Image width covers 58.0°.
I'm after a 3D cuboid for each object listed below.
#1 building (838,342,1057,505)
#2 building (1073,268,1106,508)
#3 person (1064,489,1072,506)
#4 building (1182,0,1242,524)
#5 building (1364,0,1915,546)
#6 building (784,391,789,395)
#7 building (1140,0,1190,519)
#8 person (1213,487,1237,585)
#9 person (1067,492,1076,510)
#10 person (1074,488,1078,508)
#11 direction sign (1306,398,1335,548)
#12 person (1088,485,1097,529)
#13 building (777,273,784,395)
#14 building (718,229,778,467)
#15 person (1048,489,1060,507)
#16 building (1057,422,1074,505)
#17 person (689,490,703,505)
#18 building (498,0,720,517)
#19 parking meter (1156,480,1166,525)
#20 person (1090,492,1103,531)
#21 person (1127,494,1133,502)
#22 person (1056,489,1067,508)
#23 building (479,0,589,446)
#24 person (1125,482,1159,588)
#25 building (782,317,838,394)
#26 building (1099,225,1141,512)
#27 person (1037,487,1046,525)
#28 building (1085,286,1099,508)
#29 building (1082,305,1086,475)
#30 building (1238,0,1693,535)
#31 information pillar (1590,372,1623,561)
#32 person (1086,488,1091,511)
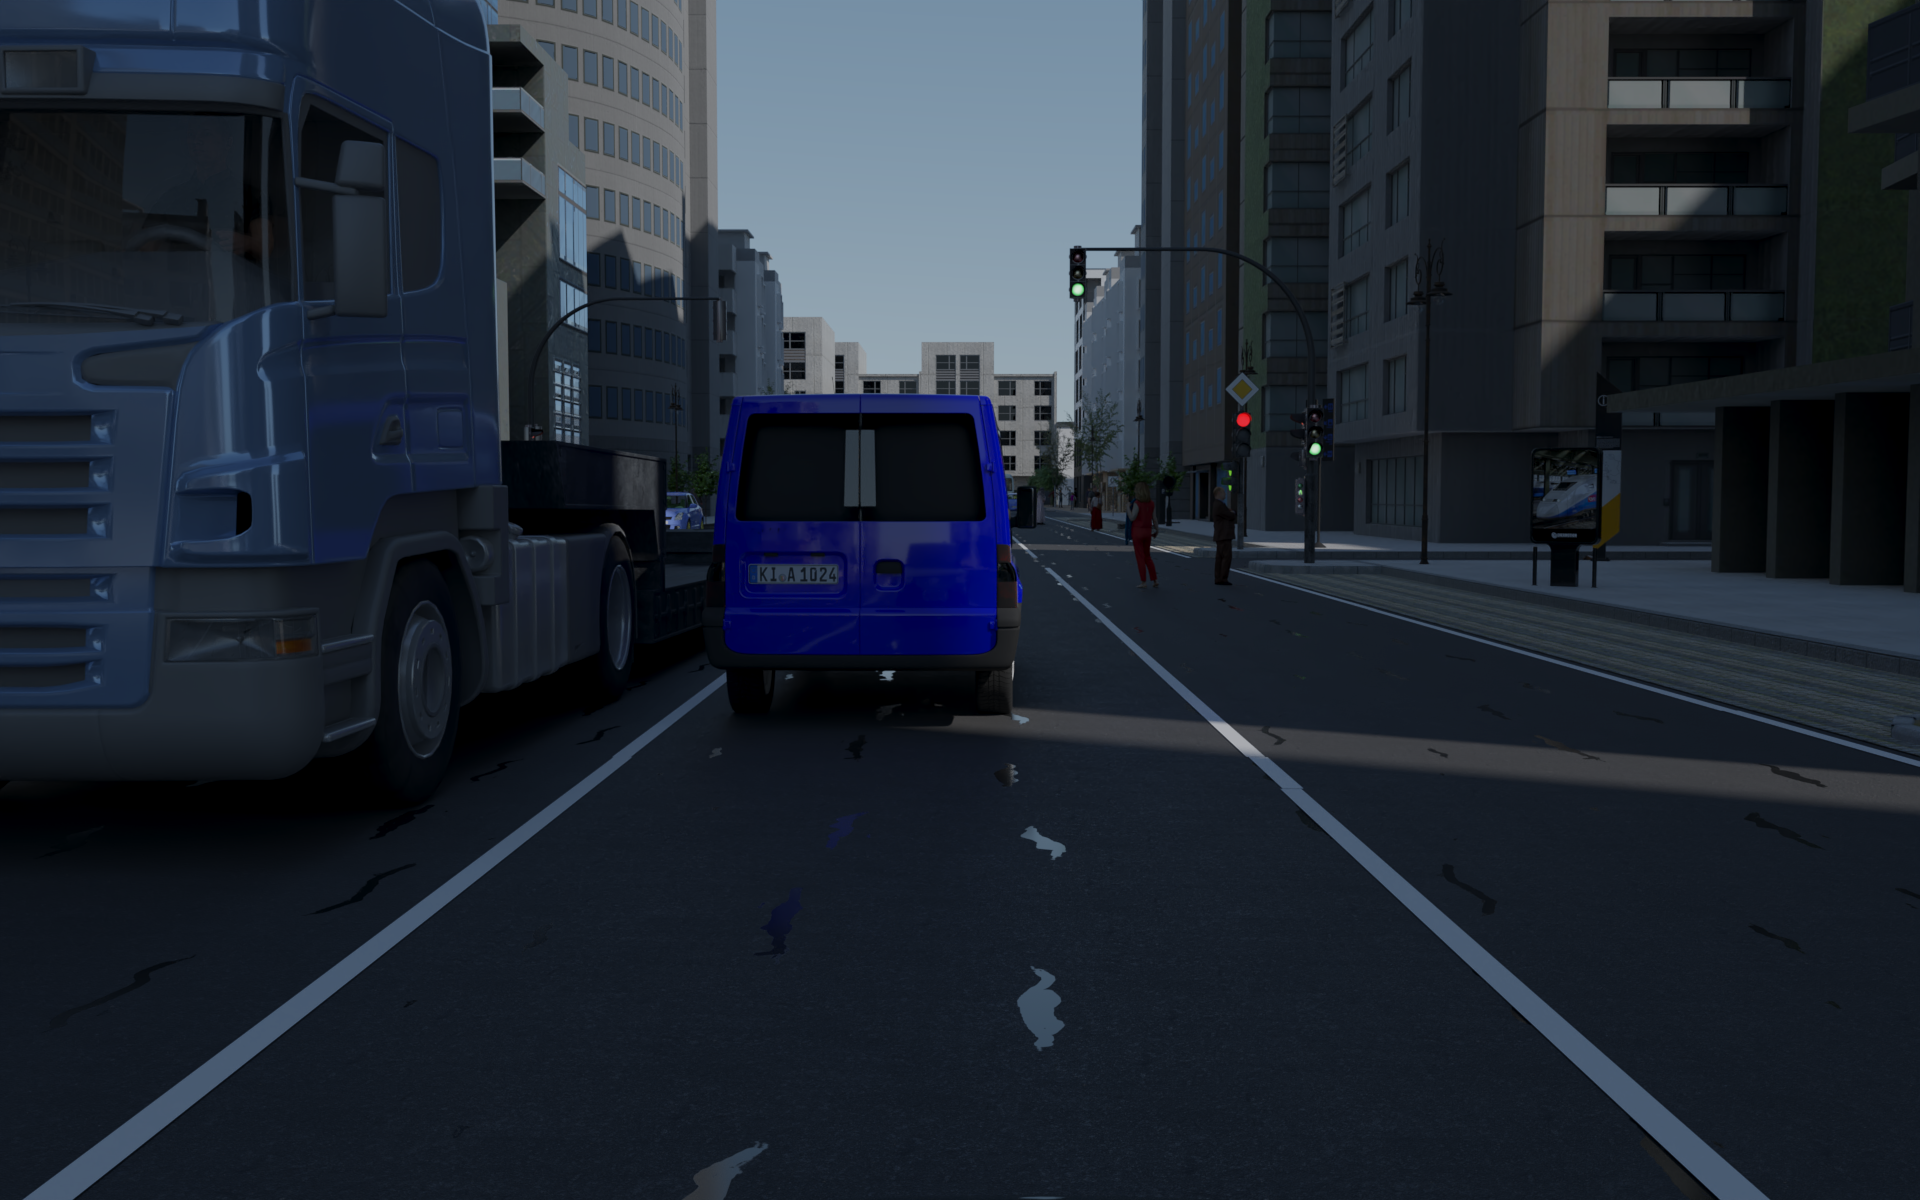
[{"bbox_3d":[-4.451,-21.002,209.838,31.486,18.905,16.747,0,4,0],"label":"building"},{"bbox_3d":[25.176,-20.134,173.158,27.936,21.610,32.646,0,4,0],"label":"building"},{"bbox_3d":[12.123,-11.318,191.176,1.350,1.814,0.705,-2,4,-24],"label":"person"},{"bbox_3d":[18.112,-26.244,79.197,14.600,45.320,14.200,0,4,0],"label":"building"},{"bbox_3d":[18.472,-22.224,46.962,14.086,41.232,14.154,0,4,0],"label":"building"},{"bbox_3d":[-18.729,-12.906,153.161,9.099,9.664,28.070,0,4,0],"label":"building"},{"bbox_3d":[21.098,-34.127,99.981,21.231,58.520,28.212,0,4,0],"label":"building"},{"bbox_3d":[4.184,-1.015,27.367,0.388,1.546,0.482,1,4,10],"label":"person"},{"bbox_3d":[8.905,-7.872,137.980,0.599,1.433,0.991,-3,5,-45],"label":"person"},{"bbox_3d":[10.646,-9.388,159.164,0.705,1.869,1.348,1,4,13],"label":"person"},{"bbox_3d":[8.577,-3.018,41.345,0.379,3.537,0.876,-3,4,-36],"label":"direction sign"},{"bbox_3d":[5.524,-3.846,71.513,0.434,1.807,0.598,3,5,44],"label":"person"},{"bbox_3d":[-21.544,-16.926,133.161,16.016,20.091,11.380,0,4,0],"label":"building"},{"bbox_3d":[-21.693,-16.231,121.803,16.016,20.091,11.380,0,4,0],"label":"building"},{"bbox_3d":[9.297,-10.057,170.436,1.348,1.831,0.705,1,4,11],"label":"person"},{"bbox_3d":[25.313,-16.084,205.116,28.070,9.664,9.099,0,4,0],"label":"building"},{"bbox_3d":[-13.127,-4.812,85.270,0.990,1.755,0.434,-2,4,-32],"label":"person"},{"bbox_3d":[-24.681,-33.309,86.601,21.231,58.520,28.212,0,4,0],"label":"building"},{"bbox_3d":[8.470,-4.114,72.981,0.399,1.863,0.255,-3,5,-42],"label":"parking meter"},{"bbox_3d":[5.245,-3.404,66.626,0.523,1.526,0.387,2,4,27],"label":"person"},{"bbox_3d":[11.995,-7.049,121.427,0.705,1.807,1.348,3,4,36],"label":"person"},{"bbox_3d":[9.419,-9.438,161.078,1.217,1.735,0.721,-2,4,-34],"label":"person"},{"bbox_3d":[-24.950,-45.441,55.627,22.319,86.520,31.000,0,4,0],"label":"building"},{"bbox_3d":[2.786,-0.994,26.456,0.593,1.614,0.444,-1,4,-10],"label":"person"},{"bbox_3d":[-29.446,-19.260,181.365,31.486,18.905,16.747,0,4,0],"label":"building"},{"bbox_3d":[18.895,-16.577,127.454,16.016,20.091,11.380,0,4,0],"label":"building"},{"bbox_3d":[3.806,-4.394,81.011,0.621,1.740,0.551,-2,4,-27],"label":"person"},{"bbox_3d":[18.721,-17.281,138.960,16.016,20.091,11.380,0,4,0],"label":"building"},{"bbox_3d":[18.803,-18.008,150.857,16.016,20.091,11.380,0,4,0],"label":"building"},{"bbox_3d":[17.545,-23.340,65.207,14.154,41.232,14.086,0,4,0],"label":"building"},{"bbox_3d":[12.324,-2.546,32.989,0.504,3.616,0.183,2,4,27],"label":"information pillar"},{"bbox_3d":[9.638,-7.418,127.770,0.683,1.767,0.568,0,4,-7],"label":"person"}]
